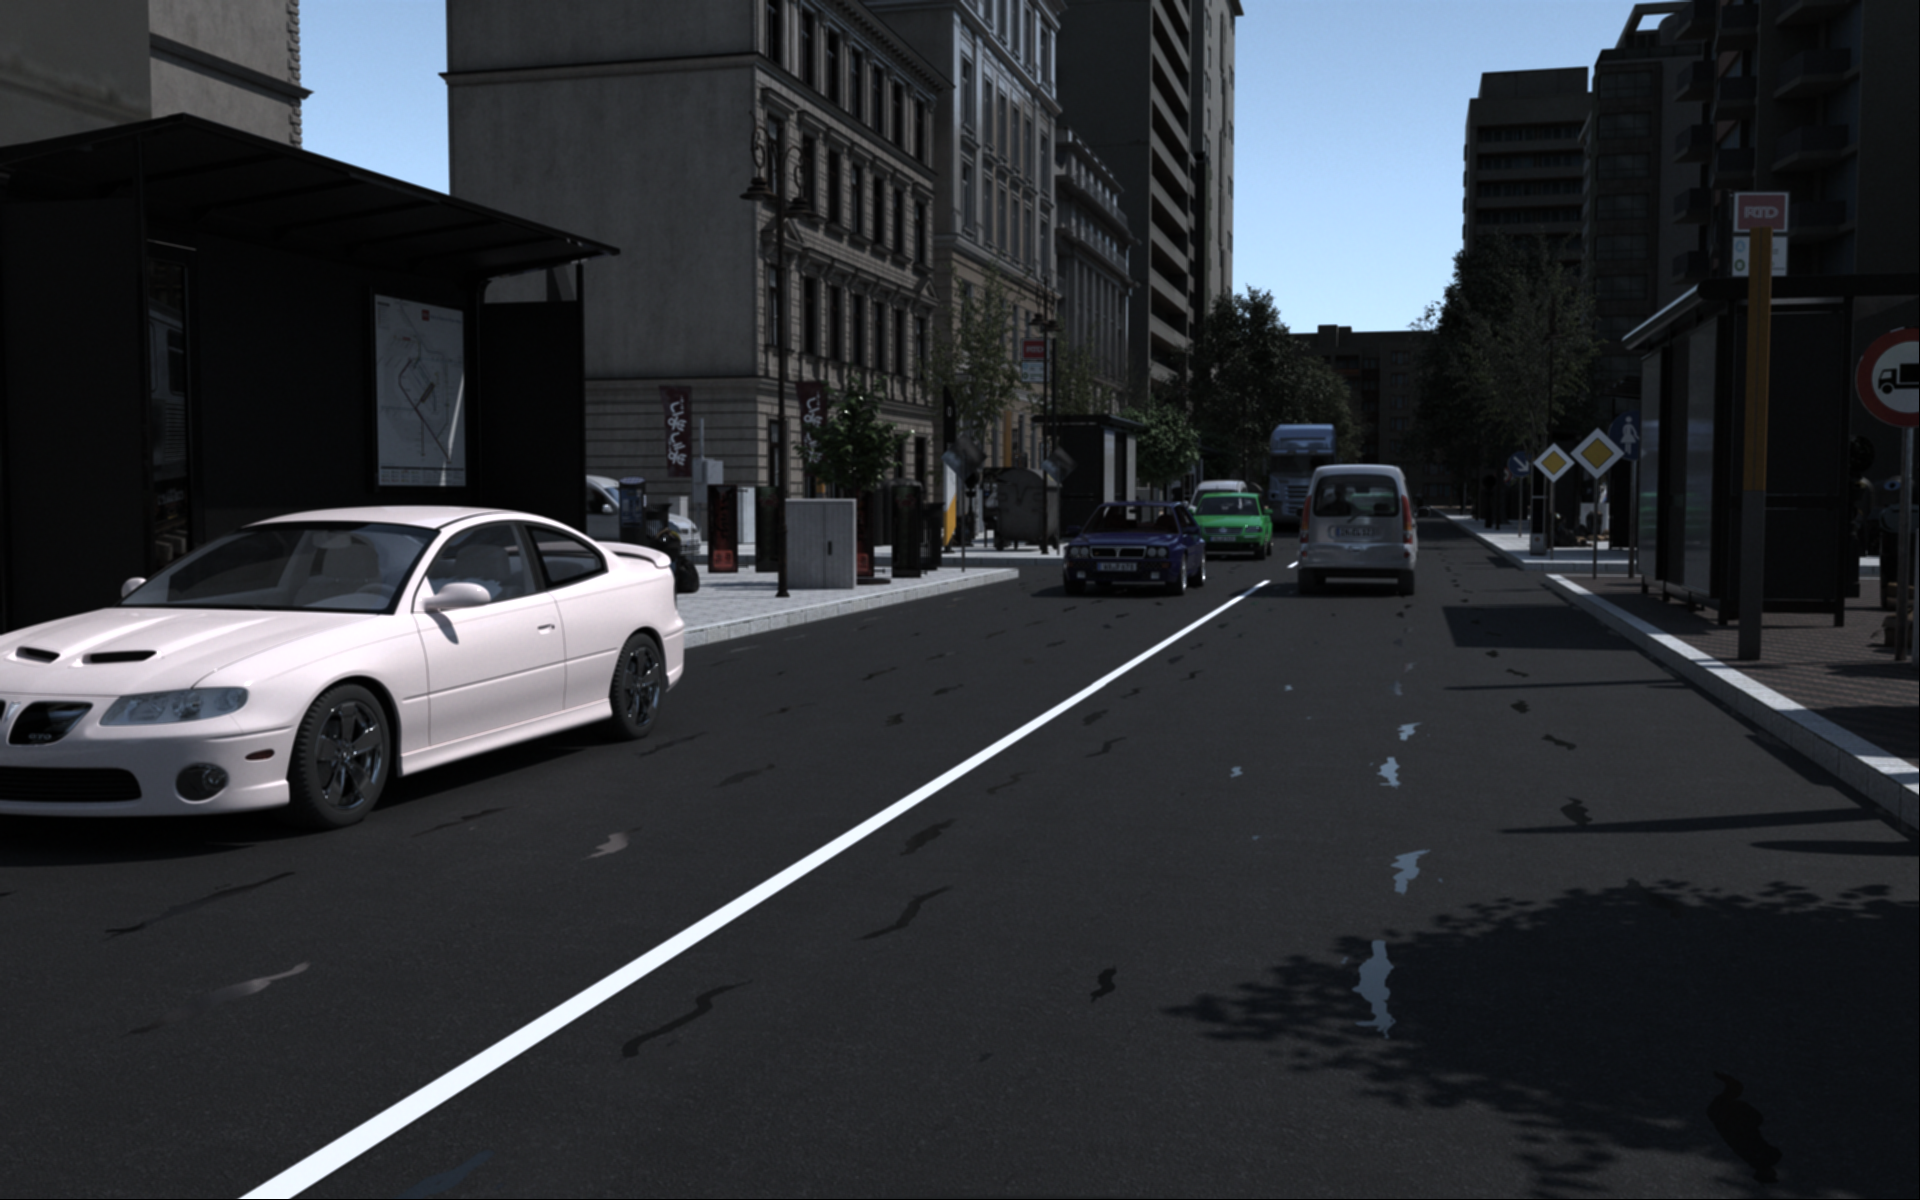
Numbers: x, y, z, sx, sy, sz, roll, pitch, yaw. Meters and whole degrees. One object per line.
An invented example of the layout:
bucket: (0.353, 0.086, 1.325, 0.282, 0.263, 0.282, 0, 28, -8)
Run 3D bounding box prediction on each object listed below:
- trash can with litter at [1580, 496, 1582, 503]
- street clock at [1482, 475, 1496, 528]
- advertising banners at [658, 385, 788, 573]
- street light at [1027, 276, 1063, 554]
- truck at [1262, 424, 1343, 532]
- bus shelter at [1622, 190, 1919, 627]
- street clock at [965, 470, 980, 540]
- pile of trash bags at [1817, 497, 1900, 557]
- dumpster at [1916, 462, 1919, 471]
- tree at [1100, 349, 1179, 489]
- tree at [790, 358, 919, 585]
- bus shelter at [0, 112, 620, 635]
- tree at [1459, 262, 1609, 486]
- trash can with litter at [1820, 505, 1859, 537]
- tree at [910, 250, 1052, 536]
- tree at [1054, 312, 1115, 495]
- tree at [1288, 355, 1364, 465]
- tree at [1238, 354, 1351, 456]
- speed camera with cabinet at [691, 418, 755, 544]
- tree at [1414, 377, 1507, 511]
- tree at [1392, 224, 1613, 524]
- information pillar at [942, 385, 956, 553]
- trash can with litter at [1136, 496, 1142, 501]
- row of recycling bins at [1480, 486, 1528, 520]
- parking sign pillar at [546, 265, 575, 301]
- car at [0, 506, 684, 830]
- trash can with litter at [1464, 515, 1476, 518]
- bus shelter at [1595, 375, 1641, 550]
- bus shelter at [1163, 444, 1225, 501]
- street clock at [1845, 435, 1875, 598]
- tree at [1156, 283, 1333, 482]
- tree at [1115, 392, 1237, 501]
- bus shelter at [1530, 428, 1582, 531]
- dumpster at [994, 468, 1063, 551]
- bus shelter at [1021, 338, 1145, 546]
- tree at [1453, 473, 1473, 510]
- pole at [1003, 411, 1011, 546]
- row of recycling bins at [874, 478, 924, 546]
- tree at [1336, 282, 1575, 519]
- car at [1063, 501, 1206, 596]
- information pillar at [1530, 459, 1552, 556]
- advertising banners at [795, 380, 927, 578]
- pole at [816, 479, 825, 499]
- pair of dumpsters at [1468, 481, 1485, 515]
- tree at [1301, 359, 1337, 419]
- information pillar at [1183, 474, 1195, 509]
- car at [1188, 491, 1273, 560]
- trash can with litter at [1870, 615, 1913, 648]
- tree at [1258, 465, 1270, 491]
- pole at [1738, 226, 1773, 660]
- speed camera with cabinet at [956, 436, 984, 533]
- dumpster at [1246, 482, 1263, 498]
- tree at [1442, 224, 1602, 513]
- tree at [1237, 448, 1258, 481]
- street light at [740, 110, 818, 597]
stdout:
trash can with litter: (35.742, -5.378, 98.992, 2.233, 1.210, 1.678, -1, 4, -10)
street clock: (19.994, -3.725, 65.476, 0.471, 2.002, 0.358, -1, 4, -15)
advertising banners: (-3.832, -1.954, 28.139, 2.074, 3.025, 0.090, -1, 4, -12)
street light: (1.815, -3.917, 36.830, 0.468, 5.910, 1.993, 1, 4, 14)
truck: (14.569, -5.055, 72.411, 2.967, 4.110, 18.799, 1, 4, 13)
bus shelter: (9.268, -2.638, 20.759, 2.179, 5.291, 8.768, 1, 4, 14)
street clock: (0.302, -2.708, 48.853, 0.471, 2.002, 0.358, 2, 4, 32)
pile of trash bags: (19.295, -1.570, 35.426, 3.447, 1.369, 1.912, 2, 4, 24)
dumpster: (6.210, -0.233, 9.561, 1.264, 1.857, 1.865, 1, 4, 14)
tree: (8.986, -8.341, 86.741, 4.360, 8.622, 3.978, 0, 3, 0)
tree: (-1.548, -1.855, 24.926, 1.663, 3.219, 1.824, 0, 3, 0)
bus shelter: (-4.849, -1.386, 13.937, 1.731, 3.624, 6.357, 1, 4, 14)
tree: (18.075, -6.376, 54.615, 4.737, 8.622, 4.395, 0, 3, 0)
trash can with litter: (12.516, -0.826, 24.890, 0.624, 1.170, 1.055, 1, 4, 19)
tree: (0.466, -6.273, 52.931, 4.737, 8.622, 4.395, 0, 3, 0)
tree: (4.456, -7.282, 69.427, 4.737, 8.622, 4.395, 0, 3, 0)
tree: (29.085, -13.683, 141.842, 7.486, 12.596, 7.792, 0, 3, 0)
tree: (19.958, -10.582, 107.426, 8.767, 10.594, 7.601, 1, 4, 10)
speed camera with cabinet: (-6.099, -3.090, 44.863, 2.038, 3.252, 0.660, 3, 5, 42)
tree: (39.579, -12.812, 135.234, 9.928, 11.665, 9.643, 0, 3, 0)
tree: (23.135, -9.578, 73.602, 9.611, 12.733, 9.660, 0, 3, 0)
information pillar: (-0.230, -2.824, 37.534, 0.183, 3.616, 0.504, 2, 4, 24)
trash can with litter: (7.205, -3.793, 73.072, 1.678, 1.210, 2.233, 1, 4, 11)
row of recycling bins: (27.388, -4.905, 87.310, 1.069, 1.692, 3.534, -1, 4, -15)
parking sign pillar: (-4.306, -1.823, 18.274, 1.447, 3.967, 1.447, -1, 4, -22)
car: (-3.098, 0.201, 9.076, 2.083, 1.381, 4.827, 1, 4, 16)
trash can with litter: (28.302, -5.037, 93.413, 1.678, 1.210, 2.233, -3, 4, -38)
bus shelter: (14.761, -2.796, 37.004, 1.731, 3.624, 6.357, 1, 4, 15)
bus shelter: (9.097, -4.534, 68.049, 2.014, 3.302, 5.546, 1, 4, 14)
street clock: (11.022, -1.032, 21.441, 0.471, 2.002, 0.358, -1, 4, -12)
tree: (15.524, -10.854, 94.474, 9.611, 12.733, 9.660, 0, 3, 0)
tree: (6.215, -4.429, 56.131, 4.285, 4.588, 4.351, 0, 3, 0)
bus shelter: (21.726, -4.430, 63.713, 1.731, 3.624, 6.357, 1, 4, 14)
dumpster: (1.546, -2.061, 39.448, 1.264, 1.857, 1.865, 1, 4, 15)
bus shelter: (3.287, -4.246, 47.055, 2.179, 5.291, 8.768, 1, 4, 15)
tree: (41.565, -9.049, 142.546, 1.663, 3.219, 1.824, 0, 3, 0)
pole: (1.156, -2.974, 42.474, 0.158, 3.312, 0.155, 0, 3, 0)
row of recycling bins: (-1.798, -2.251, 43.911, 1.069, 1.692, 3.534, 1, 4, 21)
tree: (27.249, -10.991, 90.071, 12.009, 13.543, 11.850, 0, 3, 0)
car: (2.648, -0.810, 25.822, 1.945, 1.354, 3.894, 1, 4, 14)
information pillar: (12.107, -1.939, 36.201, 0.304, 2.012, 0.304, 2, 4, 28)
advertising banners: (-1.533, -1.862, 26.624, 2.074, 3.025, 0.090, 1, 4, 11)
pole: (-3.207, -2.812, 39.814, 0.158, 3.312, 0.155, 0, 3, 0)
pair of dumpsters: (31.424, -6.208, 103.996, 1.574, 2.255, 4.437, 1, 4, 14)
tree: (32.213, -14.893, 153.868, 12.009, 13.543, 11.850, 0, 3, 0)
information pillar: (8.242, -3.542, 62.396, 0.304, 2.012, 0.304, 2, 4, 34)
car: (6.112, -1.859, 39.190, 1.959, 1.807, 4.718, 1, 4, 13)
trash can with litter: (8.146, -0.180, 14.327, 1.055, 1.170, 0.624, 3, 5, 39)
tree: (21.418, -8.203, 117.826, 4.285, 4.588, 4.351, 0, 3, 0)
pole: (6.131, -1.193, 13.349, 0.158, 3.312, 0.155, 0, 3, 0)
speed camera with cabinet: (0.279, -3.924, 58.492, 0.660, 3.252, 2.038, -1, 4, -15)
dumpster: (14.484, -4.965, 86.940, 1.264, 1.857, 1.865, 1, 4, 15)
tree: (15.291, -5.884, 46.572, 4.360, 8.622, 3.978, 0, 3, 0)
tree: (10.668, -5.668, 76.390, 4.285, 4.588, 4.351, 0, 3, 0)
street light: (-2.210, -2.973, 21.403, 0.468, 5.910, 1.993, 1, 4, 14)
